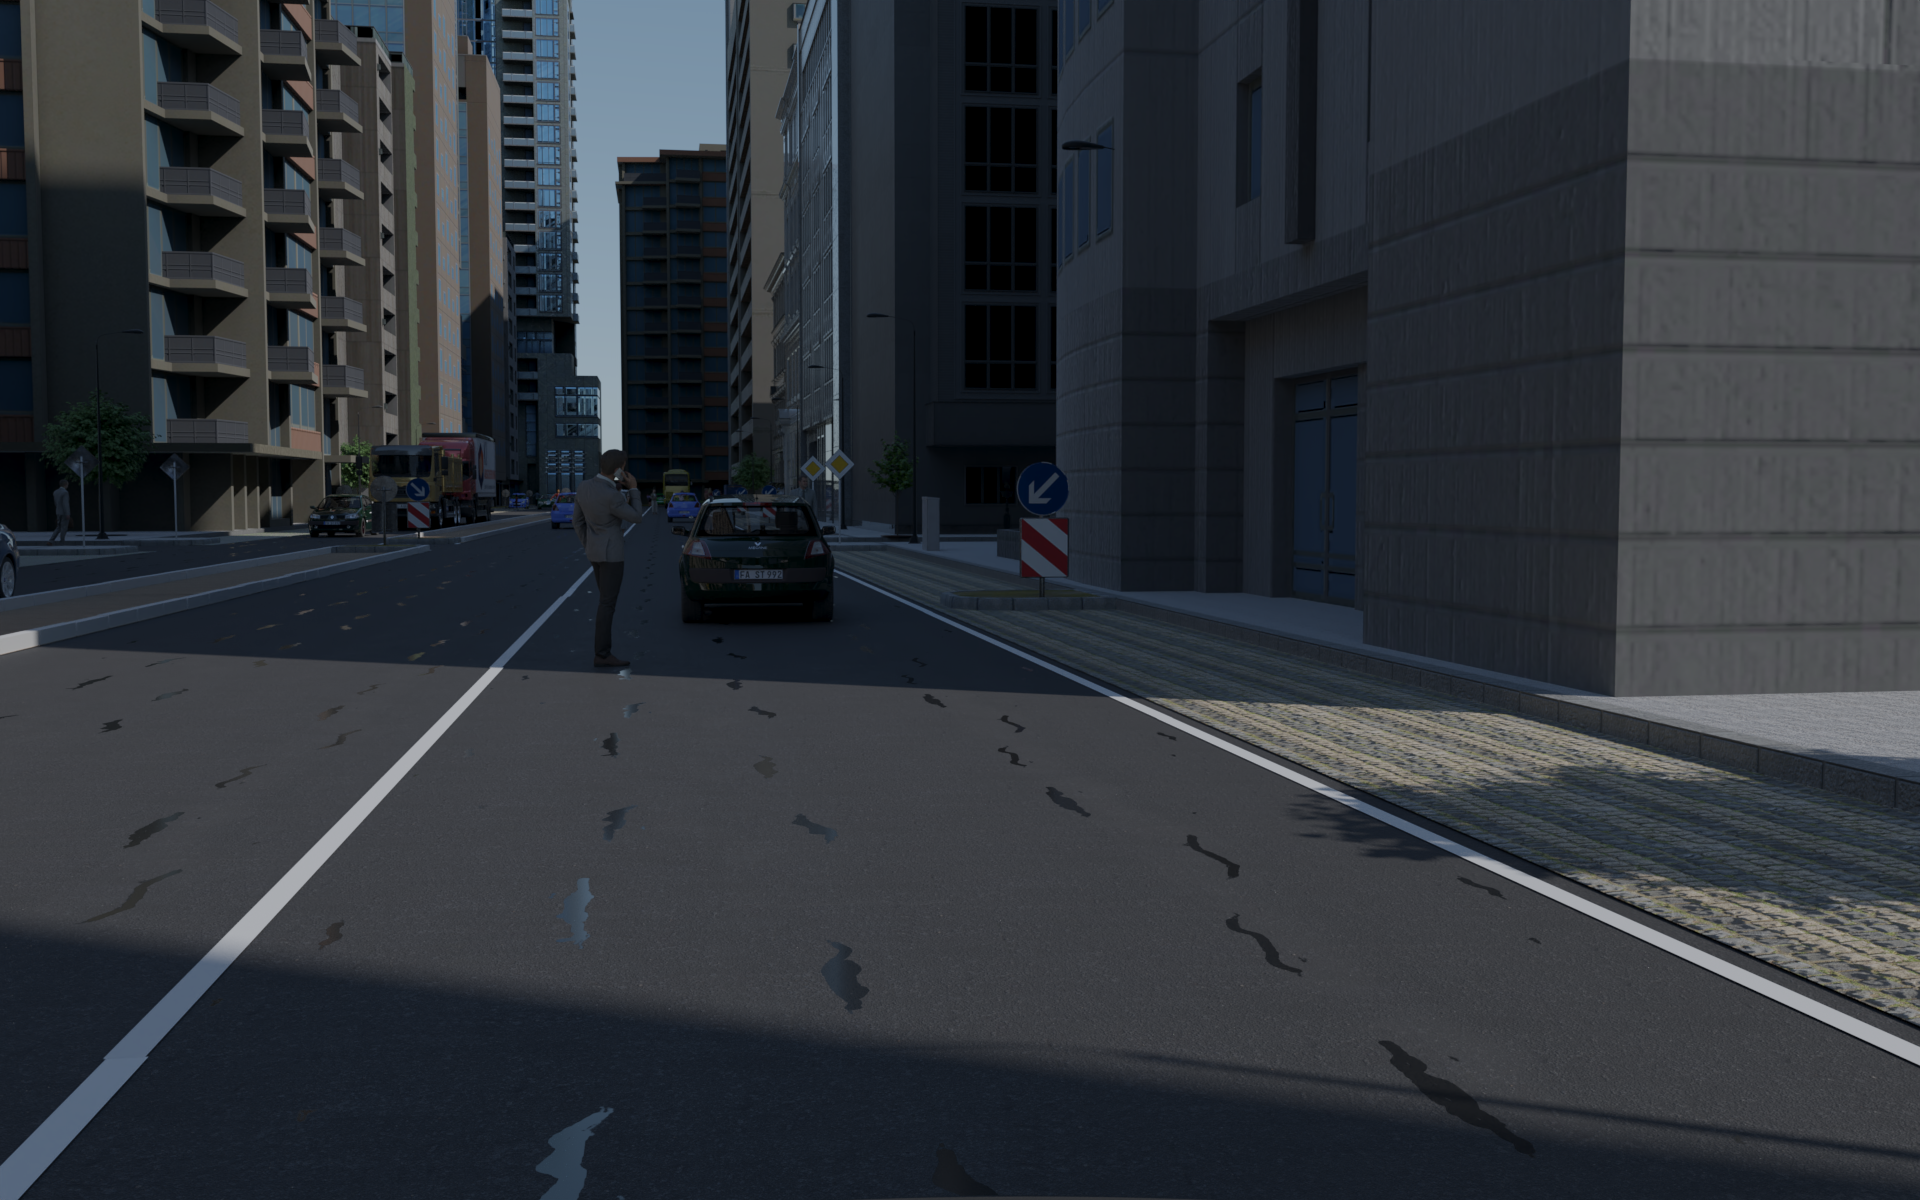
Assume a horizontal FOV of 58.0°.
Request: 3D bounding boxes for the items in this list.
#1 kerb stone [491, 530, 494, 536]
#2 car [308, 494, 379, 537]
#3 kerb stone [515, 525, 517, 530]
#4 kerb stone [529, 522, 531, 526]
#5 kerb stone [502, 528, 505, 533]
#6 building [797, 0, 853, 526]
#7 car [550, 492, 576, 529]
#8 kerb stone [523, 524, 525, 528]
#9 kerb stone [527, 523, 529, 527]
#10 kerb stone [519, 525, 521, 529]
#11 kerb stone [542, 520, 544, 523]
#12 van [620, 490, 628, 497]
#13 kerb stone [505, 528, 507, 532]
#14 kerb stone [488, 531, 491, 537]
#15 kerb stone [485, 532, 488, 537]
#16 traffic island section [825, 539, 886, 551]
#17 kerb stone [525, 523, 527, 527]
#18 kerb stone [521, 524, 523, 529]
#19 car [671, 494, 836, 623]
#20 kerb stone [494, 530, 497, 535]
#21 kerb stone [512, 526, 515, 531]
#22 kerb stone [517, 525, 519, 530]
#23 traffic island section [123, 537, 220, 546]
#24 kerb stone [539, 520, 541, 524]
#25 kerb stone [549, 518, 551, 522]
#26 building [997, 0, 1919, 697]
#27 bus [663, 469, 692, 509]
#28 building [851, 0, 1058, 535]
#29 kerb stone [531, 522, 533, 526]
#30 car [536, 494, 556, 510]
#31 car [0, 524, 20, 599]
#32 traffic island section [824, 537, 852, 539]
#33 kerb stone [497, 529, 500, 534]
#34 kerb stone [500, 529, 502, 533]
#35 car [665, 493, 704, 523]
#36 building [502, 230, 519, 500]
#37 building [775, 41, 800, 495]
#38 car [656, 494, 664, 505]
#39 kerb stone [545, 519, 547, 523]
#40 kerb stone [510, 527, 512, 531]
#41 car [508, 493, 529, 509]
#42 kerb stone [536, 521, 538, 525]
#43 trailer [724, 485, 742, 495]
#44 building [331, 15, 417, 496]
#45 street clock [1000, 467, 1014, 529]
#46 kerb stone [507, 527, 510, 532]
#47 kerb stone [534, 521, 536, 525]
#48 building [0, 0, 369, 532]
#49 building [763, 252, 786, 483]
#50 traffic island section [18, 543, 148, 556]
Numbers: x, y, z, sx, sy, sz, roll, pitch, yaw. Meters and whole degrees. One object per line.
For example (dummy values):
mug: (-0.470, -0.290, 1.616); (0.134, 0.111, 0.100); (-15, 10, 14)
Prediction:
kerb stone: (-16.018, -2.240, 58.815); (0.120, 0.150, 1.000); (-1, 4, -10)
car: (-20.915, -3.000, 58.839); (2.009, 1.686, 4.222); (-1, 4, -8)
kerb stone: (-17.581, -2.792, 67.907); (0.120, 0.150, 1.000); (-1, 4, -10)
kerb stone: (-18.792, -3.225, 74.984); (0.120, 0.150, 1.000); (-1, 4, -10)
kerb stone: (-16.716, -2.476, 62.846); (0.120, 0.150, 1.000); (-1, 4, -10)
building: (-0.542, -15.944, 78.701); (12.078, 24.808, 19.932); (-1, 4, -10)
car: (-16.212, -3.855, 72.615); (1.945, 1.707, 3.694); (-1, 4, -10)
kerb stone: (-18.268, -3.043, 71.948); (0.120, 0.150, 1.000); (-1, 4, -10)
kerb stone: (-18.620, -3.167, 73.971); (0.120, 0.150, 1.000); (-1, 4, -10)
kerb stone: (-17.924, -2.920, 69.932); (0.120, 0.150, 1.000); (-1, 4, -10)
kerb stone: (-20.177, -3.724, 83.089); (0.120, 0.150, 1.000); (-1, 4, -10)
van: (-33.825, -10.199, 173.758); (2.013, 2.044, 4.112); (-1, 4, -10)
kerb stone: (-16.887, -2.548, 63.859); (0.120, 0.150, 1.000); (-1, 4, -10)
kerb stone: (-15.856, -2.177, 57.803); (0.120, 0.150, 1.000); (-1, 4, -10)
kerb stone: (-15.672, -2.116, 56.787); (0.120, 0.150, 1.000); (-1, 4, -10)
traffic island section: (-3.050, -1.364, 44.581); (2.009, 0.180, 2.903); (-1, 4, -10)
kerb stone: (-18.449, -3.105, 72.961); (0.120, 0.150, 1.000); (-1, 4, -10)
kerb stone: (-18.099, -2.981, 70.939); (0.120, 0.150, 1.000); (-1, 4, -10)
car: (-2.460, -0.672, 20.772); (2.009, 1.686, 4.222); (0, 4, -8)
kerb stone: (-16.201, -2.301, 59.821); (0.120, 0.150, 1.000); (-1, 4, -10)
kerb stone: (-17.410, -2.731, 66.899); (0.120, 0.150, 1.000); (-1, 4, -10)
kerb stone: (-17.755, -2.852, 68.920); (0.120, 0.150, 1.000); (-1, 4, -10)
traffic island section: (-22.380, -1.658, 49.387); (2.009, 0.180, 2.903); (-1, 4, -10)
kerb stone: (-19.831, -3.600, 81.066); (0.120, 0.150, 1.000); (-1, 4, -10)
kerb stone: (-21.050, -4.033, 88.138); (0.120, 0.150, 1.000); (-1, 4, -10)
building: (12.111, -29.522, 24.681); (21.231, 58.520, 28.212); (-1, 4, -10)
bus: (-28.194, -11.079, 172.689); (2.896, 3.916, 12.252); (-1, 4, -9)
building: (8.744, -16.376, 61.262); (24.014, 27.812, 14.314); (-1, 4, -10)
kerb stone: (-18.961, -3.288, 75.999); (0.120, 0.150, 1.000); (-1, 4, -10)
car: (-38.432, -9.162, 161.598); (2.131, 1.459, 4.920); (-1, 4, -11)
car: (-13.142, -0.574, 21.390); (2.014, 1.417, 4.499); (-1, 4, -11)
traffic island section: (-4.399, -1.845, 52.452); (2.009, 0.180, 2.903); (-1, 4, -10)
kerb stone: (-16.365, -2.363, 60.831); (0.120, 0.150, 1.000); (-1, 4, -10)
kerb stone: (-16.535, -2.425, 61.839); (0.120, 0.150, 1.000); (-1, 4, -10)
car: (-14.108, -4.837, 88.673); (1.945, 1.707, 3.694); (-1, 4, -8)
building: (-56.003, -25.584, 189.994); (14.107, 30.474, 14.160); (-1, 4, -10)
building: (-3.131, -19.114, 98.417); (13.634, 28.700, 20.117); (-1, 4, -10)
car: (-34.128, -11.548, 197.603); (1.959, 1.807, 4.718); (-1, 4, -10)
kerb stone: (-20.519, -3.848, 85.110); (0.120, 0.150, 1.000); (-1, 4, -10)
kerb stone: (-17.229, -2.672, 65.883); (0.120, 0.150, 1.000); (-1, 4, -10)
car: (-42.038, -9.505, 164.992); (1.945, 1.707, 3.694); (-1, 4, -9)
kerb stone: (-19.486, -3.474, 79.035); (0.120, 0.150, 1.000); (-1, 4, -10)
trailer: (-14.302, -6.225, 108.831); (1.471, 1.999, 3.904); (-1, 4, -11)
building: (-41.662, -20.503, 106.919); (14.160, 30.474, 14.107); (-1, 4, -10)
street clock: (1.249, -2.532, 45.967); (0.358, 2.002, 0.471); (1, 4, 8)
kerb stone: (-17.059, -2.610, 64.868); (0.120, 0.150, 1.000); (-1, 4, -10)
kerb stone: (-19.314, -3.414, 78.022); (0.120, 0.150, 1.000); (-1, 4, -10)
building: (-36.930, -25.385, 69.667); (22.147, 44.769, 28.867); (-1, 4, -10)
building: (-7.541, -15.515, 118.300); (10.561, 19.102, 19.286); (-1, 4, -10)
traffic island section: (-21.031, -1.176, 41.516); (2.009, 0.180, 2.903); (-1, 4, -10)
